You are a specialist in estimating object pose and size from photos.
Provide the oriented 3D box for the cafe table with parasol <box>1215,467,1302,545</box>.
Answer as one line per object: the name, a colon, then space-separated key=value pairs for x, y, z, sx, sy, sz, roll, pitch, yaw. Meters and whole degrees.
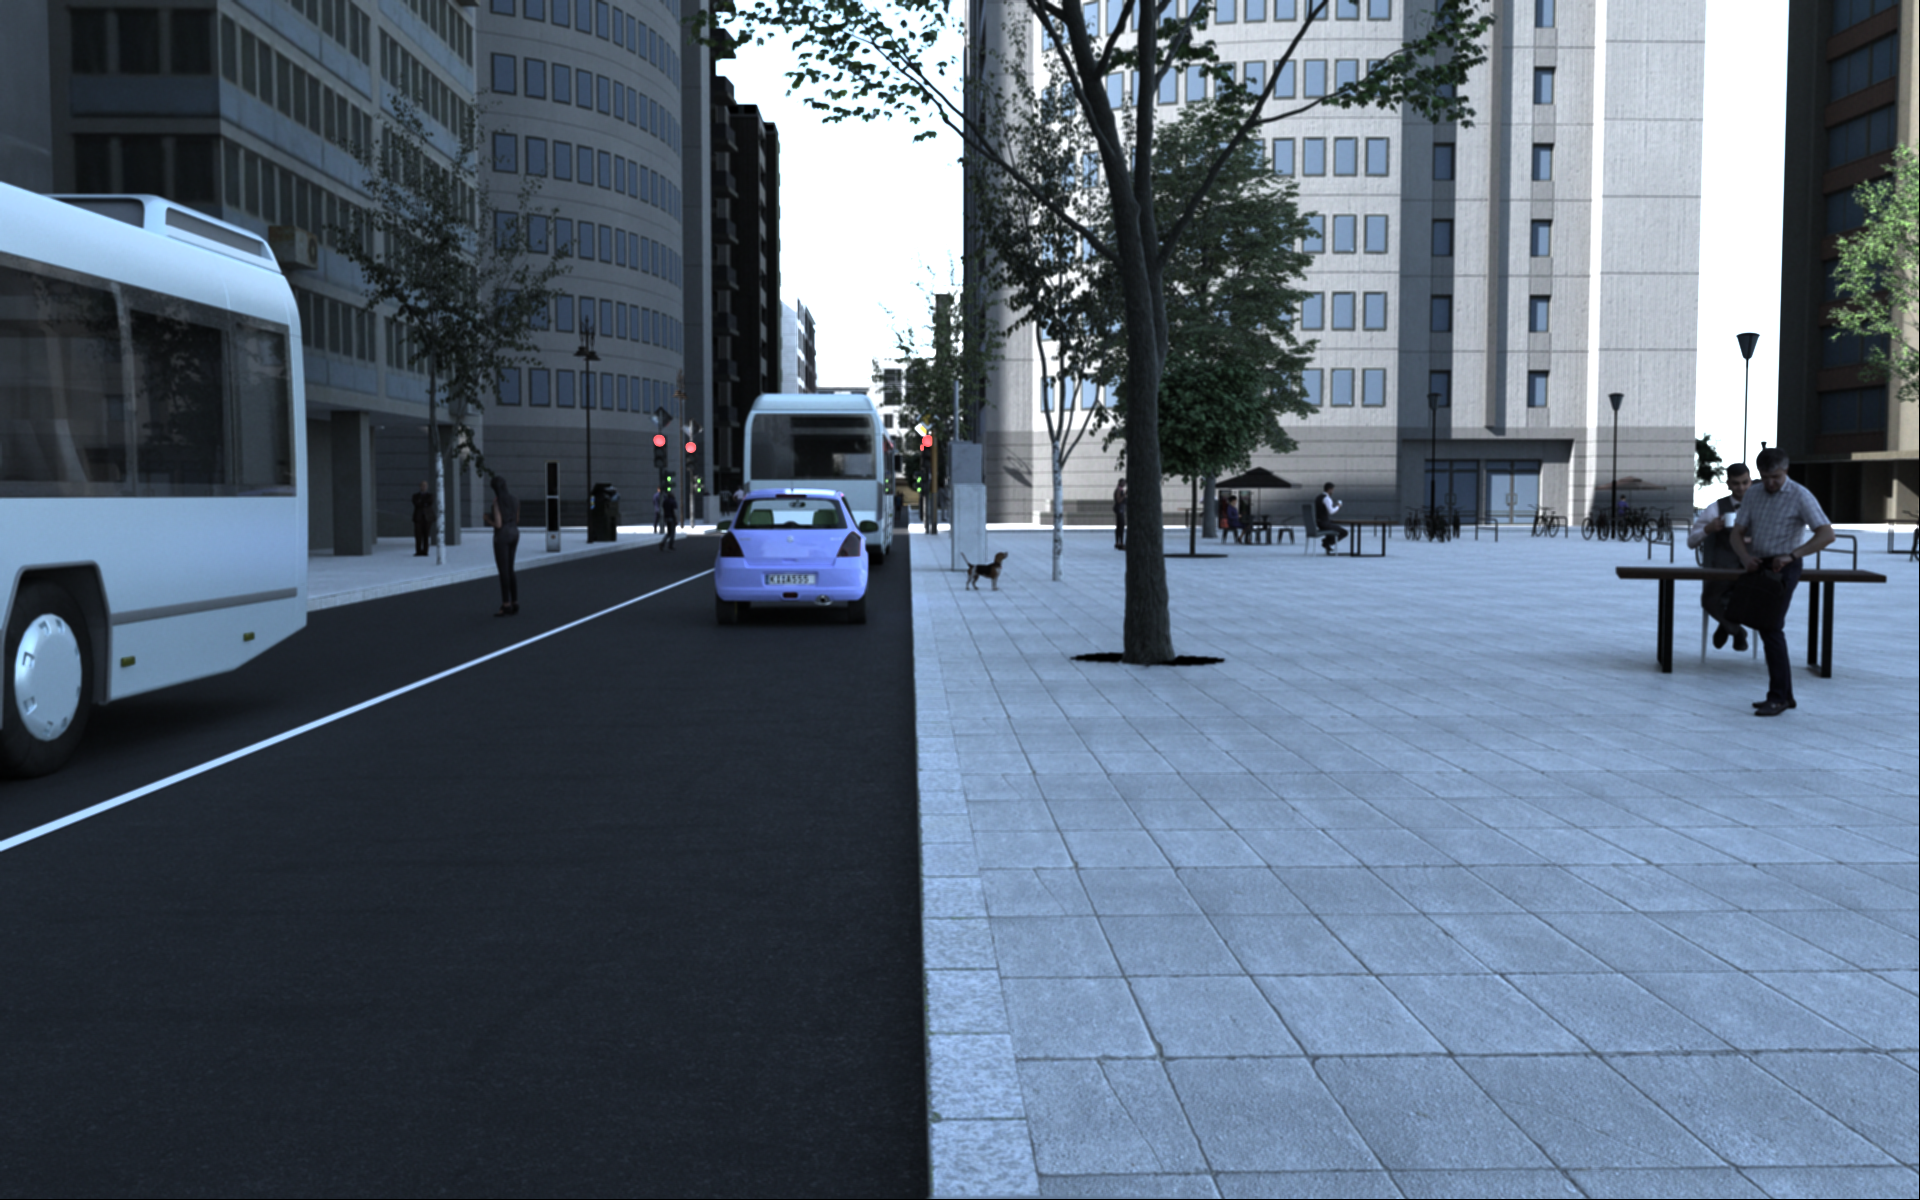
cafe table with parasol: x=7.594 y=-2.392 z=43.980 sx=2.610 sy=1.966 sz=2.610 roll=-1 pitch=4 yaw=-15

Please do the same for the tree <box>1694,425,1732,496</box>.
tree: x=51.271 y=-10.219 z=129.984 sx=11.467 sy=7.101 sz=20.602 roll=0 pitch=4 yaw=-3

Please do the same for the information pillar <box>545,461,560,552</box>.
information pillar: x=-9.010 y=-2.069 z=38.322 sx=0.304 sy=2.012 sz=0.304 roll=-1 pitch=4 yaw=-13

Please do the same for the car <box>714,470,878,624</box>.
car: x=-1.930 y=-0.663 z=20.435 sx=1.945 sy=1.707 sz=3.694 roll=0 pitch=4 yaw=-3

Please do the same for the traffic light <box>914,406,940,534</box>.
traffic light: x=-1.055 y=-4.085 z=55.714 sx=0.839 sy=4.253 sz=0.868 roll=0 pitch=4 yaw=-2

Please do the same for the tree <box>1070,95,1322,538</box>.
tree: x=6.901 y=-8.081 z=50.258 sx=7.486 sy=12.596 sz=7.792 roll=0 pitch=3 yaw=0

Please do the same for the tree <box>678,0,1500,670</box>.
tree: x=1.343 y=-5.337 z=13.014 sx=9.928 sy=11.665 sz=9.643 roll=0 pitch=3 yaw=0

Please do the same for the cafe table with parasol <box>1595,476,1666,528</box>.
cafe table with parasol: x=25.904 y=-3.798 z=66.962 sx=2.610 sy=1.966 sz=2.610 roll=1 pitch=4 yaw=18

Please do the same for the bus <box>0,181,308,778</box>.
bus: x=-5.796 y=-0.653 z=5.545 sx=2.948 sy=3.499 sz=13.247 roll=0 pitch=4 yaw=-1

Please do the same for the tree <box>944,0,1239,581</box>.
tree: x=1.572 y=-4.575 z=25.168 sx=4.360 sy=8.622 sz=3.978 roll=0 pitch=3 yaw=0

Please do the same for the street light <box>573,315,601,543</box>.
street light: x=-9.642 y=-4.413 z=44.936 sx=0.468 sy=5.910 sz=1.993 roll=0 pitch=4 yaw=-2

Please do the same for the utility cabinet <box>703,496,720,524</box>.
utility cabinet: x=-10.684 y=-3.870 z=74.442 sx=0.306 sy=1.237 sz=1.020 roll=1 pitch=4 yaw=19

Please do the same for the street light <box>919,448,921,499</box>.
street light: x=-3.101 y=-10.077 z=137.550 sx=0.468 sy=5.910 sz=1.993 roll=0 pitch=4 yaw=-2

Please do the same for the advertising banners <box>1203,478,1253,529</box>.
advertising banners: x=9.749 y=-4.116 z=63.479 sx=2.074 sy=3.025 sz=0.090 roll=-1 pitch=4 yaw=-10

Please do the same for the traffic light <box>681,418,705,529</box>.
traffic light: x=-9.792 y=-4.557 z=63.425 sx=0.839 sy=4.253 sz=0.868 roll=0 pitch=4 yaw=-2

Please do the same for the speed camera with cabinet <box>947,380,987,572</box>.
speed camera with cabinet: x=0.130 y=-2.154 z=29.555 sx=0.660 sy=3.252 sz=2.038 roll=0 pitch=4 yaw=-1

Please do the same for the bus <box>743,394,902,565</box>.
bus: x=-2.834 y=-2.660 z=38.354 sx=2.948 sy=3.499 sz=13.247 roll=0 pitch=4 yaw=-1

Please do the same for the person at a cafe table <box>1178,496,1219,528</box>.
person at a cafe table: x=9.416 y=-3.532 z=66.267 sx=1.698 sy=1.524 sz=1.622 roll=-1 pitch=4 yaw=-14

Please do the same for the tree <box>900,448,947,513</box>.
tree: x=-2.508 y=-8.176 z=117.391 sx=4.285 sy=4.588 sz=4.351 roll=0 pitch=3 yaw=0

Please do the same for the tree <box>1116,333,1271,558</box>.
tree: x=4.721 y=-3.160 z=35.373 sx=4.285 sy=4.588 sz=4.351 roll=0 pitch=3 yaw=0

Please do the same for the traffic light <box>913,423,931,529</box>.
traffic light: x=-1.295 y=-4.573 z=63.696 sx=0.839 sy=4.253 sz=0.868 roll=0 pitch=4 yaw=-2

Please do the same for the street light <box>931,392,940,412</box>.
street light: x=-1.107 y=-6.147 z=73.294 sx=0.468 sy=5.910 sz=1.993 roll=0 pitch=4 yaw=-2

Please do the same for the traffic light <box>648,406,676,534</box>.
traffic light: x=-9.552 y=-4.069 z=55.444 sx=0.839 sy=4.253 sz=0.868 roll=0 pitch=4 yaw=-2

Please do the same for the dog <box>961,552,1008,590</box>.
dog: x=0.326 y=-0.389 z=23.189 sx=0.540 sy=0.507 sz=0.406 roll=-1 pitch=4 yaw=-17

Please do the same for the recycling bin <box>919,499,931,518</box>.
recycling bin: x=-1.707 y=-4.829 z=91.511 sx=0.722 sy=1.027 sz=0.722 roll=-2 pitch=4 yaw=-25

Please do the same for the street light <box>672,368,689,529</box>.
street light: x=-10.239 y=-5.558 z=63.661 sx=0.468 sy=5.910 sz=1.993 roll=0 pitch=4 yaw=-2

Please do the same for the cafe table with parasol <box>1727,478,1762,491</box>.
cafe table with parasol: x=33.521 y=-4.162 z=72.911 sx=2.610 sy=1.966 sz=2.610 roll=-2 pitch=4 yaw=-23

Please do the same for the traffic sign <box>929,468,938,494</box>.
traffic sign: x=-1.374 y=-4.687 z=76.746 sx=0.768 sy=2.556 sz=0.104 roll=0 pitch=4 yaw=3

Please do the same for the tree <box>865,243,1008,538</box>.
tree: x=-0.423 y=-6.090 z=49.930 sx=4.737 sy=8.622 sz=4.395 roll=0 pitch=3 yaw=0

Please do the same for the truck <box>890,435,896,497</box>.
truck: x=-4.623 y=-6.045 z=87.749 sx=2.839 sy=4.237 sz=11.283 roll=0 pitch=4 yaw=-3

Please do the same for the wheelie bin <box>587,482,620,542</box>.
wheelie bin: x=-9.601 y=-2.379 z=46.798 sx=0.693 sy=1.594 sz=0.980 roll=2 pitch=4 yaw=26

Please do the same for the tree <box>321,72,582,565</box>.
tree: x=-9.202 y=-4.949 z=31.286 sx=4.360 sy=8.622 sz=3.978 roll=0 pitch=3 yaw=0

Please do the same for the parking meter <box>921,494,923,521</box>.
parking meter: x=-1.688 y=-4.539 z=82.630 sx=0.372 sy=1.533 sz=0.369 roll=0 pitch=3 yaw=0
